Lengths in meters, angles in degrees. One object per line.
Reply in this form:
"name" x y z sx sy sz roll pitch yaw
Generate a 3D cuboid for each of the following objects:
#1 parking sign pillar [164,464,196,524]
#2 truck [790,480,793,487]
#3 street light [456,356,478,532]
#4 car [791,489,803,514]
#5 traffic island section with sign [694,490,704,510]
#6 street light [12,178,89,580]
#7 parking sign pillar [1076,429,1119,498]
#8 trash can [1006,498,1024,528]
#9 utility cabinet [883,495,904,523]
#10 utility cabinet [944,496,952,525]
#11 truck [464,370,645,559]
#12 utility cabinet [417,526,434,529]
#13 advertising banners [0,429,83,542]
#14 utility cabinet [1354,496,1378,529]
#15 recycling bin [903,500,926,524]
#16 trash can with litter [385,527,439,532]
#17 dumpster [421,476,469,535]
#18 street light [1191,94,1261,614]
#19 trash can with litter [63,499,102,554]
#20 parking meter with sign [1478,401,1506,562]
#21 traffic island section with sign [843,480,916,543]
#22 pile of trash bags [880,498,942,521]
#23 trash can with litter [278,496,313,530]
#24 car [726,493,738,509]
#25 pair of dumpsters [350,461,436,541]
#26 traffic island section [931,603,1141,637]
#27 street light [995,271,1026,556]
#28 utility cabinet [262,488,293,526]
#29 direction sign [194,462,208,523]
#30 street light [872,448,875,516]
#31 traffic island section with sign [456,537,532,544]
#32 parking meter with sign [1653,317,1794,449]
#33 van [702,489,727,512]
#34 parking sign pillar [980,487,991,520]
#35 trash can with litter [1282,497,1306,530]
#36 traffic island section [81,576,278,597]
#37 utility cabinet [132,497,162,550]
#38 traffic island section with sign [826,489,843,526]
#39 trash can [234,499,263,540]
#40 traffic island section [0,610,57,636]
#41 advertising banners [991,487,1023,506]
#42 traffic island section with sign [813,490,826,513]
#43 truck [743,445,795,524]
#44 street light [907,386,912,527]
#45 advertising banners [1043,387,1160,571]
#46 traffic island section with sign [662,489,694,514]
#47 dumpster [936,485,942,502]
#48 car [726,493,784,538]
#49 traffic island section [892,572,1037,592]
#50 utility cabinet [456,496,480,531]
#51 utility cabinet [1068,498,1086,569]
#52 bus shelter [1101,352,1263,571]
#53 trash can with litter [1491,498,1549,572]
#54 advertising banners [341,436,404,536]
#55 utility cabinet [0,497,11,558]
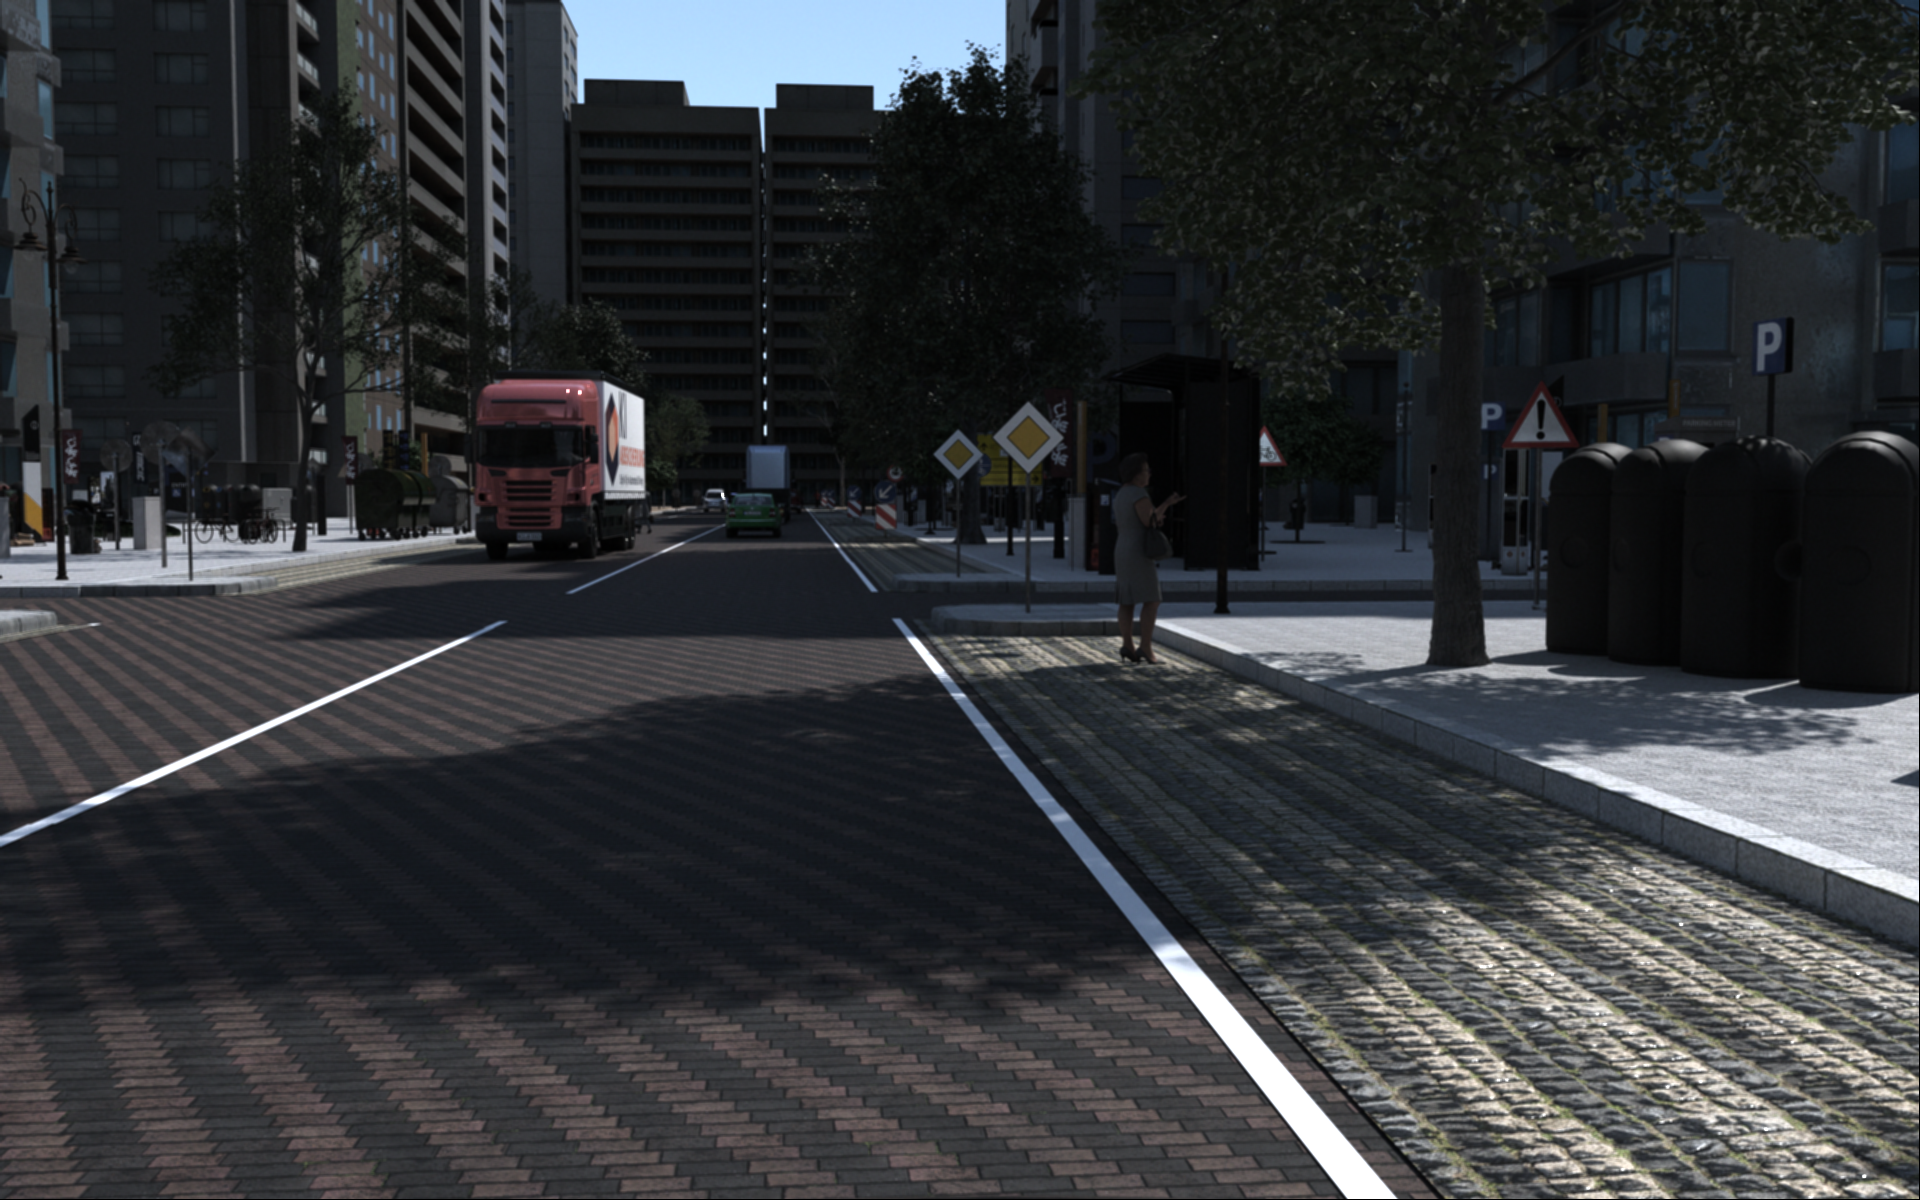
"parking sign pillar" -34.264 -5.341 75.800 1.447 3.967 1.447 -1 4 -11
"truck" -16.122 -9.906 150.875 2.839 4.237 11.283 0 4 -4
"street light" -16.499 -5.215 58.053 0.468 5.910 1.993 0 4 -5
"car" -12.563 -7.168 125.874 2.281 1.827 5.304 0 4 -5
"traffic island section with sign" -23.310 -8.878 153.782 1.989 1.847 2.006 0 4 -5
"street light" -13.445 -3.239 25.753 0.468 5.910 1.993 0 4 -5
"parking sign pillar" 4.263 -3.968 53.341 1.447 3.967 1.447 -1 4 -16
"trash can" 2.089 -3.310 65.775 0.748 1.137 0.748 0 3 0
"utility cabinet" -2.879 -4.029 77.038 1.020 1.237 0.306 1 4 9
"utility cabinet" -0.510 -3.671 71.190 0.306 1.237 1.020 0 4 -5
"truck" -9.446 -3.221 41.585 2.839 4.237 11.283 0 4 -4
"utility cabinet" -19.299 -3.108 61.983 1.020 1.237 0.306 0 4 -2
"advertising banners" -24.592 -3.070 46.380 2.074 3.025 0.090 -1 4 -20
"utility cabinet" 15.045 -3.243 64.184 0.306 1.237 1.020 -2 4 -24
"recycling bin" -1.960 -3.811 74.868 0.722 1.027 0.722 -3 5 -44
"trash can with litter" -19.078 -2.978 59.744 2.233 1.210 1.678 -1 4 -23
"dumpster" -16.443 -3.023 55.178 1.264 1.857 1.865 0 4 -5
"street light" 2.819 -2.794 18.464 0.468 5.910 1.993 0 4 -5
"trash can with litter" -18.761 -1.567 37.011 0.624 1.170 1.055 -1 4 -11
"parking meter with sign" 10.297 -2.278 33.512 0.543 3.016 1.738 1 4 20
"traffic island section with sign" -2.341 -2.603 51.184 1.989 1.847 2.006 0 4 -5
"pile of trash bags" -2.782 -5.049 92.305 3.447 1.369 1.912 -3 5 -43
"trash can with litter" -24.132 -3.117 62.026 2.233 1.210 1.678 -3 5 -39
"car" -22.436 -9.966 172.538 1.945 1.707 3.694 0 4 -6
"pair of dumpsters" -16.179 -2.873 49.459 1.574 2.255 4.437 0 4 -5
"traffic island section" 0.754 0.216 18.746 2.009 0.180 2.903 0 4 -5
"street light" 1.047 -3.867 36.017 0.468 5.910 1.993 0 4 -5
"utility cabinet" -26.924 -3.651 68.378 0.318 1.500 1.173 2 4 29
"direction sign" -34.069 -5.246 77.773 0.379 3.537 0.876 1 4 16
"street light" -5.071 -7.856 101.234 0.468 5.910 1.993 0 4 -5
"traffic island section with sign" -13.415 -2.539 50.140 1.989 1.847 2.006 0 4 -5
"parking meter with sign" 7.283 -1.282 17.214 1.738 3.016 0.543 -1 4 -9
"van" -19.871 -8.159 140.409 2.013 2.044 4.112 0 4 -4
"parking sign pillar" 0.665 -5.235 74.067 1.447 3.967 1.447 1 4 21
"trash can with litter" 12.029 -3.132 62.594 0.624 1.170 1.055 -2 4 -24
"traffic island section" -11.395 -0.204 25.617 2.009 0.180 2.903 0 4 -5
"utility cabinet" -18.851 -1.773 40.157 0.306 1.237 1.020 0 4 -5
"traffic island section with sign" -4.905 -4.244 78.017 1.989 1.847 2.006 0 4 -5
"trash can" -20.054 -2.276 48.864 0.748 1.137 0.748 0 3 0
"traffic island section" -10.636 0.282 17.668 2.009 0.180 2.903 0 4 -5
"advertising banners" 2.161 -5.206 81.298 2.074 3.025 0.090 2 4 28
"traffic island section with sign" -9.673 -7.301 127.992 1.989 1.847 2.006 0 4 -5
"truck" -10.144 -6.131 90.000 2.967 4.110 18.799 0 4 -5
"street light" -1.992 -5.843 68.318 0.468 5.910 1.993 0 4 -5
"advertising banners" 2.354 -1.994 28.789 2.074 3.025 0.090 -1 4 -18
"traffic island section with sign" -20.745 -7.237 126.948 1.989 1.847 2.006 0 4 -5
"dumpster" -0.860 -5.707 99.072 1.264 1.857 1.865 0 4 -6
"car" -6.916 -3.028 58.309 1.959 1.807 4.718 0 4 -5
"traffic island section" -0.005 -0.270 26.696 2.009 0.180 2.903 0 4 -5
"utility cabinet" -17.404 -3.065 61.268 0.306 1.237 1.020 2 4 35
"utility cabinet" 2.168 -1.169 30.281 0.306 1.237 1.020 -1 4 -12
"bus shelter" 3.977 -2.487 31.953 1.731 3.624 6.357 0 4 -5
"trash can with litter" 9.639 -1.114 29.273 1.678 1.210 2.233 -2 4 -33
"advertising banners" -17.792 -3.449 52.583 0.090 3.025 2.074 3 5 42
"utility cabinet" -19.283 -1.417 34.324 0.306 1.237 1.020 0 4 5
